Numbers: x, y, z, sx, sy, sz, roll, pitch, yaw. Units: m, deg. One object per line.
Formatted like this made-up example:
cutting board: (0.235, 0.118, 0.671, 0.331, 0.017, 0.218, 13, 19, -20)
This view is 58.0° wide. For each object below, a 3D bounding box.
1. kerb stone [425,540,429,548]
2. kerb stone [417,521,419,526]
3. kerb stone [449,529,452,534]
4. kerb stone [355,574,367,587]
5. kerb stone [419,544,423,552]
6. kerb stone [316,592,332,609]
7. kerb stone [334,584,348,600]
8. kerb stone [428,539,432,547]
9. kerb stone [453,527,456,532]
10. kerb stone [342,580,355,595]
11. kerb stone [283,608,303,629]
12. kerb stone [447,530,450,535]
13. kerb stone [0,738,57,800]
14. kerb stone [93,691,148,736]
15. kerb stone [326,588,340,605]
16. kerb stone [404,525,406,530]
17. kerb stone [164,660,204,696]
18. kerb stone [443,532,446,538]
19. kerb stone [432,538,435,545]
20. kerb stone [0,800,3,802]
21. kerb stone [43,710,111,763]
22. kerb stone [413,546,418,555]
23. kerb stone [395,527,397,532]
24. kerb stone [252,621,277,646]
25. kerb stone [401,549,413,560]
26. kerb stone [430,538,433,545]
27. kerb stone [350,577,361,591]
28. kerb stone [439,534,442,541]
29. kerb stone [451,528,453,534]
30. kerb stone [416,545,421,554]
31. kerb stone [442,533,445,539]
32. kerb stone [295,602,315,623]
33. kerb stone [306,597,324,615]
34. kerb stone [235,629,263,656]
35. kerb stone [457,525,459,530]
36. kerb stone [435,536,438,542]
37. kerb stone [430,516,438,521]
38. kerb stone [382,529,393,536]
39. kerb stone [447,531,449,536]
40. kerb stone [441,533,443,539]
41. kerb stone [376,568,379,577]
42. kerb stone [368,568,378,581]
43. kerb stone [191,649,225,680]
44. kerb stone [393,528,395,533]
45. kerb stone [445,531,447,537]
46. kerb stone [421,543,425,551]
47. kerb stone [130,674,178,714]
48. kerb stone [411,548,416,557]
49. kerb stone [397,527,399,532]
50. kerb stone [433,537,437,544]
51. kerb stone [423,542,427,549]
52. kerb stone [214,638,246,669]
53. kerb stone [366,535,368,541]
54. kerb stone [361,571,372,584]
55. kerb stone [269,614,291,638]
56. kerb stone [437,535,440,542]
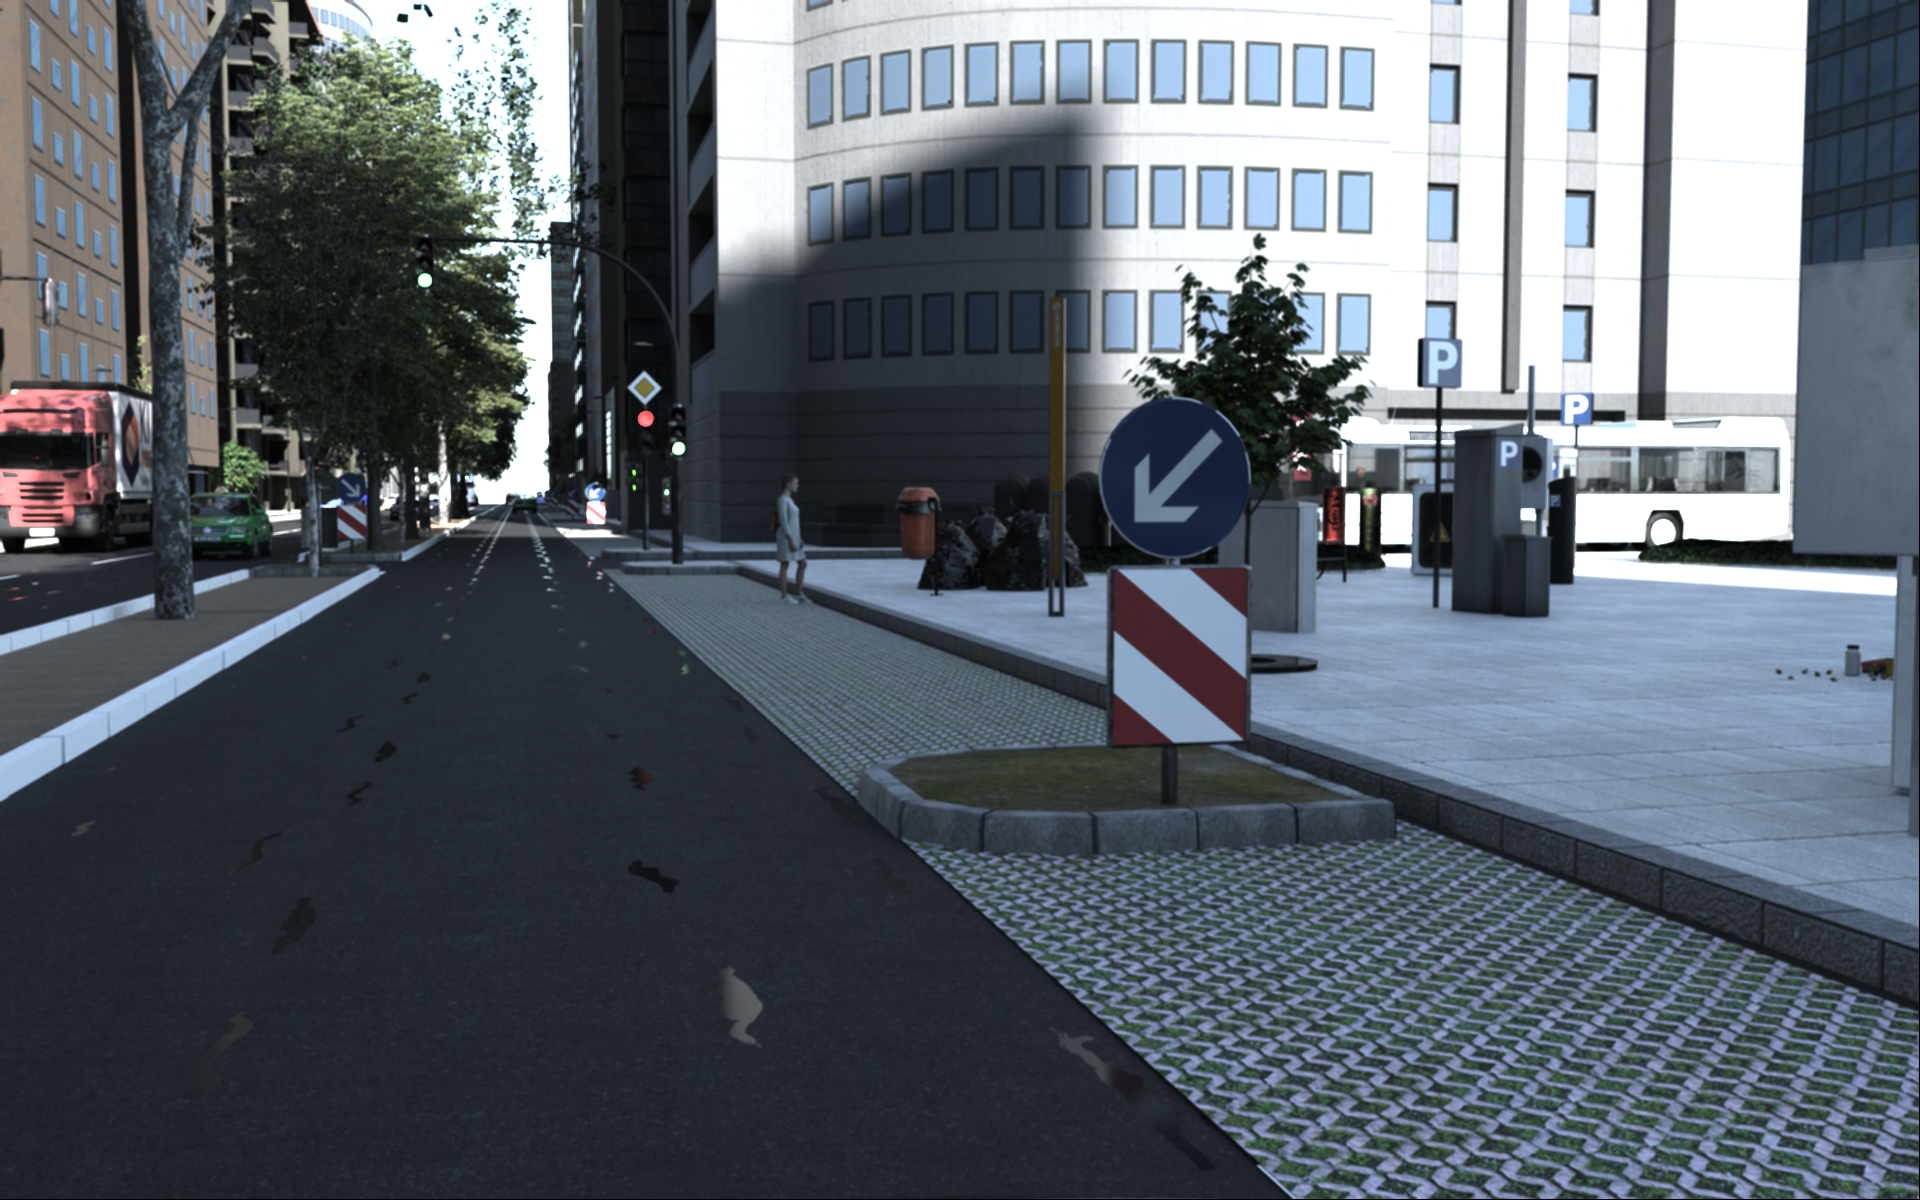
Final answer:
kerb stone: (-13.933, -1.391, 44.969, 0.120, 0.150, 1.000, -1, 4, -14)
kerb stone: (-25.585, -3.670, 82.226, 0.120, 0.150, 1.000, -1, 4, -14)
kerb stone: (-17.727, -2.304, 59.866, 0.120, 0.150, 1.000, -1, 4, -14)
kerb stone: (-9.250, -0.268, 26.573, 0.120, 0.150, 1.000, -1, 4, -14)
kerb stone: (-13.165, -1.210, 41.980, 0.120, 0.150, 1.000, -1, 4, -14)
kerb stone: (-7.978, 0.037, 21.594, 0.120, 0.150, 1.000, -1, 4, -14)
kerb stone: (-8.481, -0.085, 23.586, 0.120, 0.150, 1.000, -1, 4, -14)
kerb stone: (-14.180, -1.451, 45.961, 0.120, 0.150, 1.000, -1, 4, -14)
kerb stone: (-18.479, -2.486, 62.845, 0.120, 0.150, 1.000, -1, 4, -14)
kerb stone: (-8.736, -0.146, 24.584, 0.120, 0.150, 1.000, -1, 4, -14)
kerb stone: (-7.215, 0.218, 18.623, 0.120, 0.150, 1.000, -1, 4, -14)
kerb stone: (-17.221, -2.183, 57.886, 0.120, 0.150, 1.000, -1, 4, -14)
kerb stone: (-4.694, 0.832, 8.678, 0.120, 0.150, 1.000, -1, 4, -14)
kerb stone: (-5.190, 0.705, 10.668, 0.120, 0.150, 1.000, -1, 4, -14)
kerb stone: (-8.232, -0.023, 22.594, 0.120, 0.150, 1.000, -1, 4, -14)
kerb stone: (-22.039, -2.821, 68.321, 0.120, 0.150, 1.000, -1, 4, -14)
kerb stone: (-5.699, 0.583, 12.656, 0.120, 0.150, 1.000, -1, 4, -14)
kerb stone: (-16.465, -1.998, 54.908, 0.120, 0.150, 1.000, -1, 4, -14)
kerb stone: (-14.691, -1.575, 47.953, 0.120, 0.150, 1.000, -1, 4, -14)
kerb stone: (-4.435, 0.887, 7.687, 0.120, 0.150, 1.000, -1, 4, -14)
kerb stone: (-4.940, 0.766, 9.676, 0.120, 0.150, 1.000, -1, 4, -14)
kerb stone: (-12.665, -1.088, 39.989, 0.120, 0.150, 1.000, -1, 4, -14)
kerb stone: (-20.772, -2.506, 63.341, 0.120, 0.150, 1.000, -1, 4, -14)
kerb stone: (-6.715, 0.340, 16.632, 0.120, 0.150, 1.000, -1, 4, -14)
kerb stone: (-12.160, -0.964, 38.008, 0.120, 0.150, 1.000, -1, 4, -14)
kerb stone: (-14.441, -1.515, 46.960, 0.120, 0.150, 1.000, -1, 4, -14)
kerb stone: (-8.990, -0.207, 25.574, 0.120, 0.150, 1.000, -1, 4, -14)
kerb stone: (-15.700, -1.817, 51.925, 0.120, 0.150, 1.000, -1, 4, -14)
kerb stone: (-17.982, -2.365, 60.860, 0.120, 0.150, 1.000, -1, 4, -14)
kerb stone: (-12.915, -1.149, 40.989, 0.120, 0.150, 1.000, -1, 4, -14)
kerb stone: (-16.207, -1.940, 53.915, 0.120, 0.150, 1.000, -1, 4, -14)
kerb stone: (-7.459, 0.158, 19.616, 0.120, 0.150, 1.000, -1, 4, -14)
kerb stone: (-7.722, 0.097, 20.604, 0.120, 0.150, 1.000, -1, 4, -14)
kerb stone: (-6.458, 0.401, 15.638, 0.120, 0.150, 1.000, -1, 4, -14)
kerb stone: (-19.498, -2.727, 66.823, 0.120, 0.150, 1.000, -1, 4, -14)
kerb stone: (-15.197, -1.695, 49.937, 0.120, 0.150, 1.000, -1, 4, -14)
kerb stone: (-28.875, -4.458, 95.130, 0.120, 0.150, 1.000, -1, 4, -14)
kerb stone: (-20.268, -2.393, 61.352, 0.120, 0.150, 1.000, -1, 4, -14)
kerb stone: (-16.959, -2.122, 56.898, 0.120, 0.150, 1.000, -1, 4, -14)
kerb stone: (-15.956, -1.879, 52.922, 0.120, 0.150, 1.000, -1, 4, -14)
kerb stone: (-10.007, -0.446, 29.547, 0.120, 0.150, 1.000, -1, 4, -14)
kerb stone: (-9.748, -0.389, 28.558, 0.120, 0.150, 1.000, -1, 4, -14)
kerb stone: (-5.957, 0.523, 13.646, 0.120, 0.150, 1.000, -1, 4, -14)
kerb stone: (-20.519, -2.455, 62.344, 0.120, 0.150, 1.000, -1, 4, -14)
kerb stone: (-16.715, -2.062, 55.905, 0.120, 0.150, 1.000, -1, 4, -14)
kerb stone: (-13.424, -1.271, 42.977, 0.120, 0.150, 1.000, -1, 4, -14)
kerb stone: (-5.446, 0.644, 11.663, 0.120, 0.150, 1.000, -1, 4, -14)
kerb stone: (-12.407, -1.020, 39.000, 0.120, 0.150, 1.000, -1, 4, -14)
kerb stone: (-21.025, -2.576, 64.334, 0.120, 0.150, 1.000, -1, 4, -14)
kerb stone: (-14.946, -1.635, 48.946, 0.120, 0.150, 1.000, -1, 4, -14)
kerb stone: (-13.679, -1.332, 43.974, 0.120, 0.150, 1.000, -1, 4, -14)
kerb stone: (-6.200, 0.462, 14.639, 0.120, 0.150, 1.000, -1, 4, -14)
kerb stone: (-17.737, -1.781, 51.413, 0.120, 0.150, 1.000, -1, 4, -14)
kerb stone: (-9.503, -0.327, 27.565, 0.120, 0.150, 1.000, -1, 4, -14)
kerb stone: (-6.963, 0.280, 17.633, 0.120, 0.150, 1.000, -1, 4, -14)
kerb stone: (-15.446, -1.758, 50.934, 0.120, 0.150, 1.000, -1, 4, -14)
